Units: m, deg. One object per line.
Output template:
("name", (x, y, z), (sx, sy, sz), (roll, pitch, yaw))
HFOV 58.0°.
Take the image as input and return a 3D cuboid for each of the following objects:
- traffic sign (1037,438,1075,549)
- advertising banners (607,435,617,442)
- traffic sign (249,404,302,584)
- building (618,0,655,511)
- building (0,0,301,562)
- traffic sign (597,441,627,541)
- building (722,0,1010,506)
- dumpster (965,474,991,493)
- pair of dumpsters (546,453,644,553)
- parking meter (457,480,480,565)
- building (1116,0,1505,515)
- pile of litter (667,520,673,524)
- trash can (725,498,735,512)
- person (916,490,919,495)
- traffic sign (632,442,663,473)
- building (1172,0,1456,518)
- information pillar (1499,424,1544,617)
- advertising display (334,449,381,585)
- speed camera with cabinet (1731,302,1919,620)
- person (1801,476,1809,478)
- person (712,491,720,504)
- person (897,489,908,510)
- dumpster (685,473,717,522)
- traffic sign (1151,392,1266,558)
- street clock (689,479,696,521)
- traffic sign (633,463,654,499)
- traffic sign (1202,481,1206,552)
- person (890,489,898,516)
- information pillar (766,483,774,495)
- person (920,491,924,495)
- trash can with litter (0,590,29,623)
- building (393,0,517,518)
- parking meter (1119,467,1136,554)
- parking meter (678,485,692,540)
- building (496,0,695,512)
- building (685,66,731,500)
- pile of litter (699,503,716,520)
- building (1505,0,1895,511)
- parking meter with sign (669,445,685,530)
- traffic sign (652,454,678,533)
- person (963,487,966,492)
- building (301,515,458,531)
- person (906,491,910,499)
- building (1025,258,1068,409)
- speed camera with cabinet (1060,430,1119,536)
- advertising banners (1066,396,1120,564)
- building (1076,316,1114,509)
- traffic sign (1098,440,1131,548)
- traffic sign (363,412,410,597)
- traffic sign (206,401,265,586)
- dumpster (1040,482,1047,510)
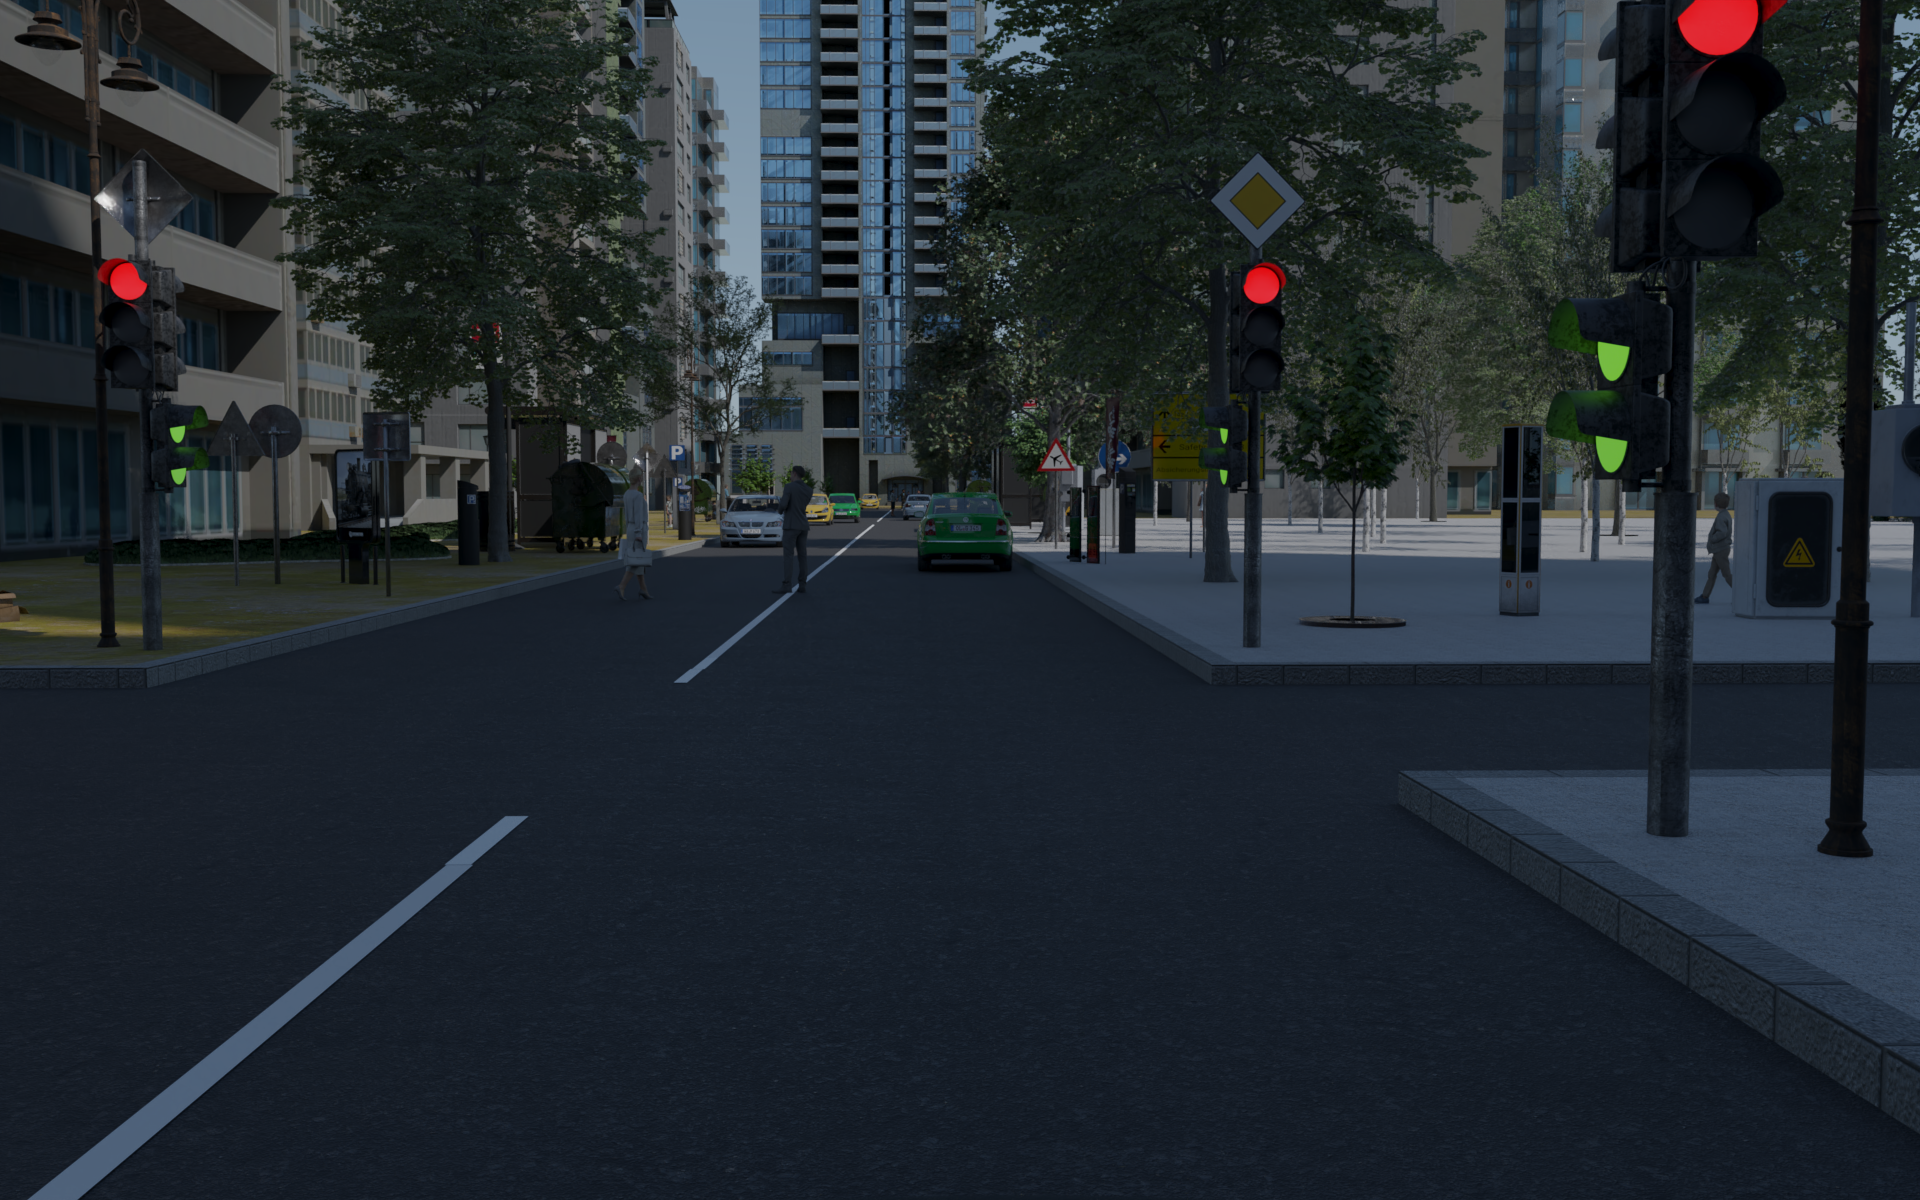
("traffic sign", (2.234, -2.462, 40.250), (0.884, 2.594, 0.081), (0, 4, 5))
("advertising banners", (-11.100, -3.393, 51.666), (2.074, 3.025, 0.090), (1, 4, 23))
("traffic sign", (-9.728, -1.499, 24.614), (0.768, 2.556, 0.104), (0, 4, -1))
("building", (-32.650, -49.235, 117.664), (22.319, 86.520, 31.000), (0, 4, -2))
("building", (-27.811, -25.074, 33.662), (21.300, 48.544, 21.600), (0, 4, -2))
("traffic sign", (-8.436, -2.560, 41.962), (0.768, 2.556, 0.104), (0, 4, 6))
("building", (-10.138, -53.866, 193.386), (31.000, 86.520, 22.319), (0, 4, -2))
("dumpster", (1.002, -5.000, 84.243), (1.502, 2.255, 1.985), (0, 4, -2))
("pair of dumpsters", (-8.305, -2.262, 39.483), (1.574, 2.255, 4.437), (0, 4, -1))
("parking meter", (-8.876, -1.398, 31.272), (0.372, 1.533, 0.369), (0, 3, 0))
("building", (22.251, -30.052, 115.051), (21.300, 48.544, 21.600), (0, 4, -2))
("pile of litter", (-12.105, -3.724, 74.847), (1.176, 0.858, 1.719), (0, 4, 0))
("trash can", (-8.771, -3.406, 67.350), (0.748, 1.137, 0.748), (0, 3, 0))
("person", (-3.619, -9.000, 156.180), (0.750, 1.759, 0.617), (0, 4, 5))
("traffic sign", (-7.965, -2.711, 44.053), (0.795, 2.593, 0.064), (0, 3, 0))
("building", (18.783, -25.292, 97.118), (14.154, 41.232, 14.086), (0, 4, -2))
("information pillar", (5.908, -0.841, 18.238), (0.304, 2.012, 0.304), (-1, 4, -22))
("advertising display", (-8.580, -1.190, 24.676), (0.974, 1.923, 0.123), (3, 5, 40))
("speed camera with cabinet", (9.128, -1.437, 17.831), (2.038, 3.252, 0.660), (0, 4, 3))
("person", (19.578, -2.025, 40.150), (0.522, 1.701, 0.512), (1, 4, 8))
("person", (-17.235, -7.046, 121.249), (1.348, 1.824, 0.705), (-1, 4, -9))
("person", (-5.018, -8.907, 153.763), (1.348, 1.869, 0.705), (-1, 4, -21))
("dumpster", (-12.120, -4.747, 80.112), (1.502, 2.255, 1.985), (0, 4, -2))
("traffic sign", (4.934, -2.483, 34.478), (2.265, 3.308, 0.079), (0, 4, 5))
("street clock", (-12.572, -4.705, 81.496), (0.358, 2.002, 0.471), (-3, 4, -37))
("traffic sign", (-11.676, -3.901, 63.888), (0.768, 2.556, 0.104), (0, 4, -1))
("traffic sign", (5.393, -2.338, 38.222), (0.884, 2.594, 0.081), (0, 4, 3))
("person", (-4.235, -6.239, 111.297), (0.721, 1.735, 1.217), (1, 4, 14))
("information pillar", (-9.188, -4.860, 83.958), (0.304, 2.012, 0.304), (-2, 4, -31))
("person", (-3.479, -9.361, 162.279), (1.217, 1.735, 0.721), (-2, 4, -33))
("trash can with litter", (-9.853, -0.351, 17.126), (0.624, 1.170, 1.055), (1, 4, 21))
("building", (-27.008, -25.261, 96.615), (14.154, 41.232, 14.086), (0, 4, -2))
("parking meter", (3.616, -1.939, 37.409), (0.255, 1.863, 0.399), (-1, 4, -21))
("parking meter", (-7.676, -2.439, 48.287), (0.372, 1.533, 0.369), (0, 3, 0))
("building", (-29.969, -28.302, 146.324), (14.086, 41.232, 14.154), (0, 4, -2))
("building", (-40.974, -35.098, 193.457), (30.456, 49.044, 23.786), (0, 4, -2))
("pile of litter", (-12.254, -4.436, 86.498), (1.719, 0.858, 1.176), (0, 4, 5))
("building", (59.011, -32.057, 143.735), (30.456, 49.044, 23.786), (0, 4, -2))
("parking meter with sign", (-10.110, -4.044, 62.378), (0.543, 3.016, 1.738), (0, 4, -5))
("traffic sign", (-9.632, -3.455, 56.490), (0.884, 2.594, 0.081), (0, 4, 6))
("person", (0.418, -6.459, 112.353), (0.721, 1.736, 1.217), (-2, 4, -25))
("building", (-35.163, -22.788, 64.461), (32.217, 40.220, 23.993), (0, 4, -2))
("person", (-4.965, -9.566, 165.819), (0.530, 1.710, 0.541), (-3, 4, -38))
("building", (19.799, -33.049, 194.969), (28.867, 44.769, 22.147), (0, 4, -2))
("speed camera with cabinet", (4.044, -3.605, 53.282), (2.038, 3.252, 0.660), (1, 4, 21))
("advertising banners", (2.456, -2.189, 31.975), (0.090, 3.025, 2.074), (-1, 4, -22))
("building", (24.105, -18.110, 141.140), (27.650, 21.520, 28.899), (0, 4, -2))
("traffic sign", (3.635, -2.492, 40.843), (0.768, 2.556, 0.104), (0, 4, 1))
("traffic sign", (-7.149, -1.191, 21.609), (0.606, 2.300, 0.079), (0, 4, 6))
("traffic sign", (-10.110, -1.477, 24.145), (0.884, 2.594, 0.081), (0, 4, 8))
("dumpster", (3.984, -4.060, 68.877), (1.502, 2.255, 1.985), (0, 4, -2))
